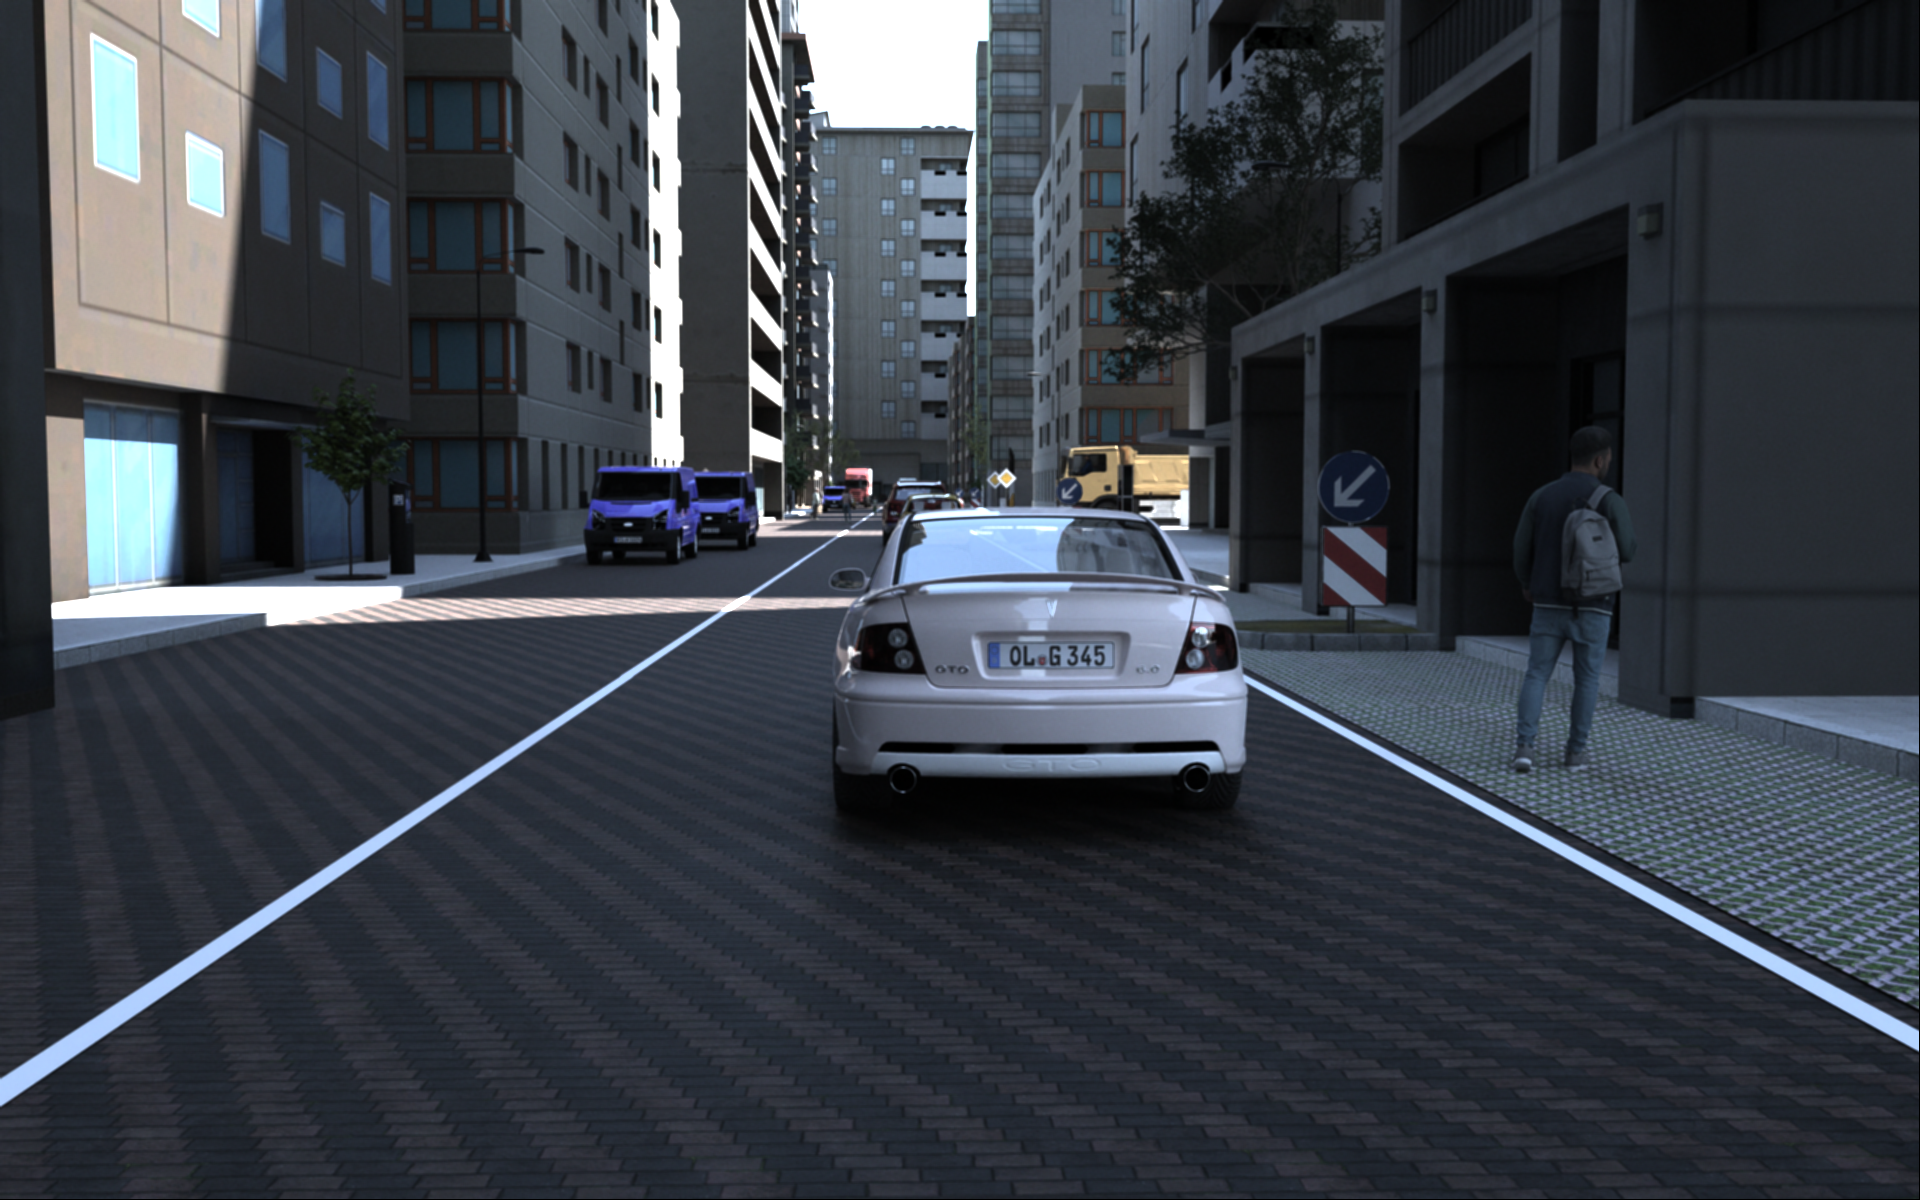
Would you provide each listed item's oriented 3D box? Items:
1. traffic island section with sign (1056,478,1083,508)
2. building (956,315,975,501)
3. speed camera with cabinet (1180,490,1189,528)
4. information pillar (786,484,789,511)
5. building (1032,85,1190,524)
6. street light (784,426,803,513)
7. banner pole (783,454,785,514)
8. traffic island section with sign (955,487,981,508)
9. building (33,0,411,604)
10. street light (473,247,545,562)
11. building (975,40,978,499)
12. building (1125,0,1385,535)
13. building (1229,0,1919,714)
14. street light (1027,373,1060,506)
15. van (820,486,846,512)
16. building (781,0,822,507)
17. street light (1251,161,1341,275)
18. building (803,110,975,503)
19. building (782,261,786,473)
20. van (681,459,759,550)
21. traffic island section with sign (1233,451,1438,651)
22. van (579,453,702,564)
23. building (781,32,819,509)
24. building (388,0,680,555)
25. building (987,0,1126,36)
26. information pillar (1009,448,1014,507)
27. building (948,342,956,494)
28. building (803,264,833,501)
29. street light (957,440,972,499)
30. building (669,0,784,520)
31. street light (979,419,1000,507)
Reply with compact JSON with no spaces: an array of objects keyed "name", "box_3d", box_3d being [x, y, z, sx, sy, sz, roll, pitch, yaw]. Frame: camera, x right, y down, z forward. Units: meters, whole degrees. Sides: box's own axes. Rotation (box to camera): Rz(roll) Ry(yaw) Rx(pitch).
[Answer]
[{"name":"traffic island section with sign","box_3d":[2.572,-2.136,43.559,1.989,1.847,2.006,0,4,-2]},{"name":"building","box_3d":[14.143,-20.641,182.516,27.650,21.520,28.899,0,4,-2]},{"name":"speed camera with cabinet","box_3d":[9.390,-4.433,66.816,2.038,3.252,0.660,-3,5,-41]},{"name":"information pillar","box_3d":[-12.849,-7.596,128.684,0.304,2.012,0.304,-3,5,-45]},{"name":"building","box_3d":[19.140,-14.845,87.748,28.899,21.520,27.650,0,4,-2]},{"name":"street light","box_3d":[-11.327,-8.870,117.573,1.470,5.913,1.316,0,4,-2]},{"name":"banner pole","box_3d":[-11.071,-7.253,108.600,0.401,3.779,0.863,0,4,3]},{"name":"traffic island section with sign","box_3d":[0.717,-5.533,99.094,1.989,1.847,2.006,0,4,-2]},{"name":"building","box_3d":[-17.378,-22.945,25.257,14.600,45.320,14.200,0,4,-2]},{"name":"street light","box_3d":[-8.510,-3.680,32.709,1.470,5.913,1.316,0,4,-2]},{"name":"building","box_3d":[8.307,-29.154,160.256,14.154,41.232,14.086,0,4,-2]},{"name":"building","box_3d":[19.888,-28.204,50.371,28.713,52.752,27.495,0,4,-2]},{"name":"building","box_3d":[14.536,-35.192,13.639,20.563,71.187,20.611,0,4,-2]},{"name":"street light","box_3d":[3.253,-5.740,66.383,1.470,5.913,1.316,0,4,-2]},{"name":"van","box_3d":[-9.844,-8.098,136.793,2.240,2.365,5.245,0,4,-2]},{"name":"building","box_3d":[-25.482,-45.763,186.471,20.563,71.187,20.611,0,4,-2]},{"name":"street light","box_3d":[4.757,-3.168,24.331,1.470,5.913,1.316,0,4,-2]},{"name":"building","box_3d":[-10.087,-40.199,246.498,27.495,52.752,28.713,0,4,-2]},{"name":"building","box_3d":[-26.580,-16.610,116.607,27.650,21.520,28.899,0,4,-2]},{"name":"van","box_3d":[-6.461,-2.549,46.056,2.240,2.365,5.245,0,4,-3]},{"name":"traffic island section with sign","box_3d":[3.471,-0.489,16.619,1.989,1.847,2.006,0,4,-2]},{"name":"van","box_3d":[-6.750,-2.001,37.102,2.240,2.365,5.245,0,4,-3]},{"name":"building","box_3d":[-24.800,-31.068,162.580,22.147,44.769,28.867,0,4,-2]},{"name":"building","box_3d":[-24.231,-12.497,49.371,28.899,21.520,27.650,0,4,-2]},{"name":"building","box_3d":[8.748,-26.421,115.578,14.154,41.232,14.086,0,4,-2]},{"name":"information pillar","box_3d":[2.583,-5.846,86.929,0.183,3.616,0.504,-1,4,-21]},{"name":"building","box_3d":[12.684,-22.437,211.892,27.650,21.520,28.899,0,4,-2]},{"name":"building","box_3d":[-23.047,-27.281,217.751,14.107,30.474,14.160,0,4,-2]},{"name":"street light","box_3d":[0.408,-10.805,149.205,1.470,5.913,1.316,0,4,-2]},{"name":"building","box_3d":[-19.970,-28.079,82.796,21.300,48.544,21.600,0,4,-2]},{"name":"street light","box_3d":[1.861,-8.241,107.279,1.470,5.913,1.316,0,4,-2]}]
